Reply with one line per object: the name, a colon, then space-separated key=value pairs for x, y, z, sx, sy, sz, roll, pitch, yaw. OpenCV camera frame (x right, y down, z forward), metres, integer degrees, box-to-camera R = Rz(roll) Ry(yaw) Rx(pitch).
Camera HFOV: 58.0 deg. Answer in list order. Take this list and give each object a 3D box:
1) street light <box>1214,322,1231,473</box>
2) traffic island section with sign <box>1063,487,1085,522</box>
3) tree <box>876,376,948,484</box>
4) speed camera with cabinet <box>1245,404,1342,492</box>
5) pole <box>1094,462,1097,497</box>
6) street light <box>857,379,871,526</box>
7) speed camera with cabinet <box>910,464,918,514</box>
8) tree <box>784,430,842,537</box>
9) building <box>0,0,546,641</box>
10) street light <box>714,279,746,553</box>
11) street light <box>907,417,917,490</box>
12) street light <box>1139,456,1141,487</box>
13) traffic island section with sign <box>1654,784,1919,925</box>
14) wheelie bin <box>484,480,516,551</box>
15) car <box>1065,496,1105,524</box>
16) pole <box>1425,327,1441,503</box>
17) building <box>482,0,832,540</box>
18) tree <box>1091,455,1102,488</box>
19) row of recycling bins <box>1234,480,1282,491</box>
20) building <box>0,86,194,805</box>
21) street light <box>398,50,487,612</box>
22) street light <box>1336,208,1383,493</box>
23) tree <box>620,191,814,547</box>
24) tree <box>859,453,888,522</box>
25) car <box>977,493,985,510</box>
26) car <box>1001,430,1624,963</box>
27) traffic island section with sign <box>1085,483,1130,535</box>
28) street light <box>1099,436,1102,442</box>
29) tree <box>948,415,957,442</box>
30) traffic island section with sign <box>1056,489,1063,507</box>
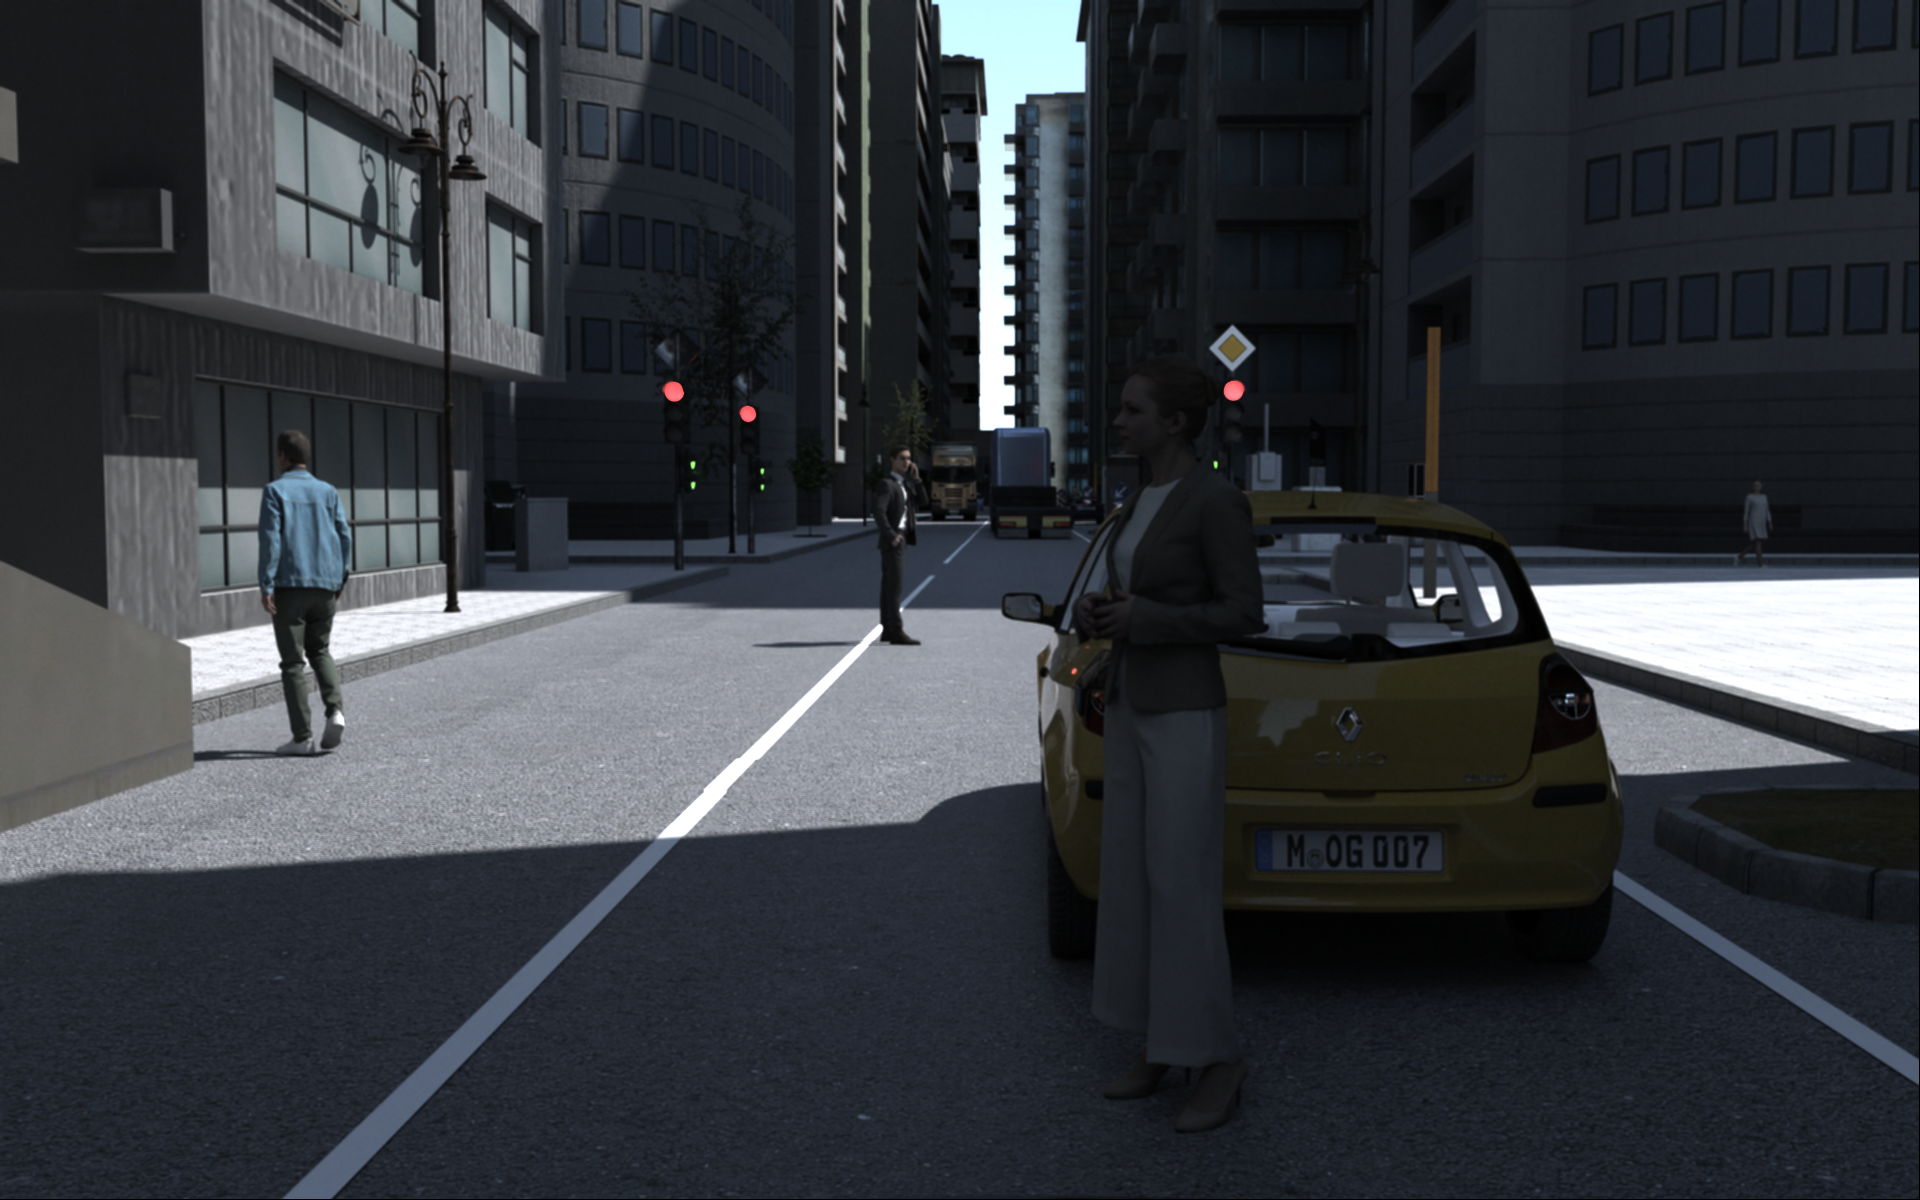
street light: x=7.122 y=-4.512 z=46.561 sx=0.468 sy=5.910 sz=1.993 roll=0 pitch=4 yaw=2
traffic island section with sign: x=6.435 y=-4.899 z=88.725 sx=1.989 sy=1.847 sz=2.006 roll=0 pitch=4 yaw=2
tree: x=-3.333 y=-9.681 z=108.649 sx=4.737 sy=8.622 sz=4.395 roll=0 pitch=3 yaw=0
speed camera with cabinet: x=7.379 y=-2.691 z=38.326 sx=2.038 sy=3.252 sz=0.660 roll=0 pitch=4 yaw=-7
pole: x=8.707 y=-7.189 z=111.383 sx=0.158 sy=3.312 sz=0.155 roll=0 pitch=3 yaw=0
street light: x=-3.835 y=-5.918 z=69.544 sx=0.468 sy=5.910 sz=1.993 roll=0 pitch=4 yaw=2
speed camera with cabinet: x=-3.536 y=-7.196 z=111.992 sx=2.038 sy=3.252 sz=0.660 roll=-1 pitch=4 yaw=-14
tree: x=-4.364 y=-3.504 z=51.886 sx=1.663 sy=3.219 sz=1.824 roll=0 pitch=3 yaw=0
building: x=-12.644 y=-20.560 z=19.748 sx=14.086 sy=41.232 sz=14.154 roll=0 pitch=4 yaw=2
street light: x=-4.933 y=-3.947 z=37.322 sx=0.468 sy=5.910 sz=1.993 roll=0 pitch=4 yaw=2
street light: x=-2.835 y=-7.913 z=102.167 sx=0.468 sy=5.910 sz=1.993 roll=0 pitch=4 yaw=2
street light: x=8.205 y=-6.487 z=78.845 sx=0.468 sy=5.910 sz=1.993 roll=0 pitch=4 yaw=2
traffic island section with sign: x=3.818 y=0.126 z=6.568 sx=1.989 sy=1.847 sz=2.006 roll=0 pitch=4 yaw=2
wheelie bin: x=-10.442 y=-1.898 z=38.937 sx=0.693 sy=1.594 sz=0.980 roll=3 pitch=5 yaw=44
car: x=6.032 y=-4.321 z=83.232 sx=1.945 sy=1.354 sz=3.894 roll=0 pitch=4 yaw=1
pole: x=5.805 y=-1.680 z=21.311 sx=0.158 sy=3.312 sz=0.155 roll=0 pitch=3 yaw=0
building: x=-16.388 y=-31.587 z=58.448 sx=21.231 sy=58.520 sz=28.212 roll=0 pitch=4 yaw=2
tree: x=10.429 y=-8.069 z=115.640 sx=4.285 sy=4.588 sz=4.351 roll=0 pitch=3 yaw=0
row of recycling bins: x=8.346 y=-2.663 z=50.656 sx=1.069 sy=1.692 sz=3.534 roll=-1 pitch=4 yaw=-19
building: x=-20.325 y=-18.931 z=1.409 sx=32.217 sy=40.220 sz=23.993 roll=0 pitch=4 yaw=2
street light: x=-5.525 y=-2.806 z=18.668 sx=0.468 sy=5.910 sz=1.993 roll=0 pitch=4 yaw=2
street light: x=6.510 y=-3.400 z=28.379 sx=0.468 sy=5.910 sz=1.993 roll=0 pitch=4 yaw=2
tree: x=-5.696 y=-5.571 z=41.446 sx=4.360 sy=8.622 sz=3.978 roll=0 pitch=3 yaw=0
tree: x=-3.777 y=-5.269 z=80.744 sx=1.663 sy=3.219 sz=1.824 roll=0 pitch=3 yaw=0
car: x=1.209 y=-8.768 z=152.941 sx=1.945 sy=1.707 sz=3.694 roll=0 pitch=4 yaw=1
car: x=1.161 y=0.212 z=6.751 sx=2.015 sy=1.641 sz=3.980 roll=0 pitch=4 yaw=2
traffic island section with sign: x=5.577 y=-3.251 z=61.783 sx=1.989 sy=1.847 sz=2.006 roll=0 pitch=4 yaw=2
street light: x=9.177 y=-8.482 z=111.473 sx=0.468 sy=5.910 sz=1.993 roll=0 pitch=4 yaw=2
tree: x=-1.814 y=-12.333 z=152.012 sx=4.737 sy=8.622 sz=4.395 roll=0 pitch=3 yaw=0
traffic island section with sign: x=8.916 y=-9.676 z=166.829 sx=1.989 sy=1.847 sz=2.006 roll=0 pitch=4 yaw=2
